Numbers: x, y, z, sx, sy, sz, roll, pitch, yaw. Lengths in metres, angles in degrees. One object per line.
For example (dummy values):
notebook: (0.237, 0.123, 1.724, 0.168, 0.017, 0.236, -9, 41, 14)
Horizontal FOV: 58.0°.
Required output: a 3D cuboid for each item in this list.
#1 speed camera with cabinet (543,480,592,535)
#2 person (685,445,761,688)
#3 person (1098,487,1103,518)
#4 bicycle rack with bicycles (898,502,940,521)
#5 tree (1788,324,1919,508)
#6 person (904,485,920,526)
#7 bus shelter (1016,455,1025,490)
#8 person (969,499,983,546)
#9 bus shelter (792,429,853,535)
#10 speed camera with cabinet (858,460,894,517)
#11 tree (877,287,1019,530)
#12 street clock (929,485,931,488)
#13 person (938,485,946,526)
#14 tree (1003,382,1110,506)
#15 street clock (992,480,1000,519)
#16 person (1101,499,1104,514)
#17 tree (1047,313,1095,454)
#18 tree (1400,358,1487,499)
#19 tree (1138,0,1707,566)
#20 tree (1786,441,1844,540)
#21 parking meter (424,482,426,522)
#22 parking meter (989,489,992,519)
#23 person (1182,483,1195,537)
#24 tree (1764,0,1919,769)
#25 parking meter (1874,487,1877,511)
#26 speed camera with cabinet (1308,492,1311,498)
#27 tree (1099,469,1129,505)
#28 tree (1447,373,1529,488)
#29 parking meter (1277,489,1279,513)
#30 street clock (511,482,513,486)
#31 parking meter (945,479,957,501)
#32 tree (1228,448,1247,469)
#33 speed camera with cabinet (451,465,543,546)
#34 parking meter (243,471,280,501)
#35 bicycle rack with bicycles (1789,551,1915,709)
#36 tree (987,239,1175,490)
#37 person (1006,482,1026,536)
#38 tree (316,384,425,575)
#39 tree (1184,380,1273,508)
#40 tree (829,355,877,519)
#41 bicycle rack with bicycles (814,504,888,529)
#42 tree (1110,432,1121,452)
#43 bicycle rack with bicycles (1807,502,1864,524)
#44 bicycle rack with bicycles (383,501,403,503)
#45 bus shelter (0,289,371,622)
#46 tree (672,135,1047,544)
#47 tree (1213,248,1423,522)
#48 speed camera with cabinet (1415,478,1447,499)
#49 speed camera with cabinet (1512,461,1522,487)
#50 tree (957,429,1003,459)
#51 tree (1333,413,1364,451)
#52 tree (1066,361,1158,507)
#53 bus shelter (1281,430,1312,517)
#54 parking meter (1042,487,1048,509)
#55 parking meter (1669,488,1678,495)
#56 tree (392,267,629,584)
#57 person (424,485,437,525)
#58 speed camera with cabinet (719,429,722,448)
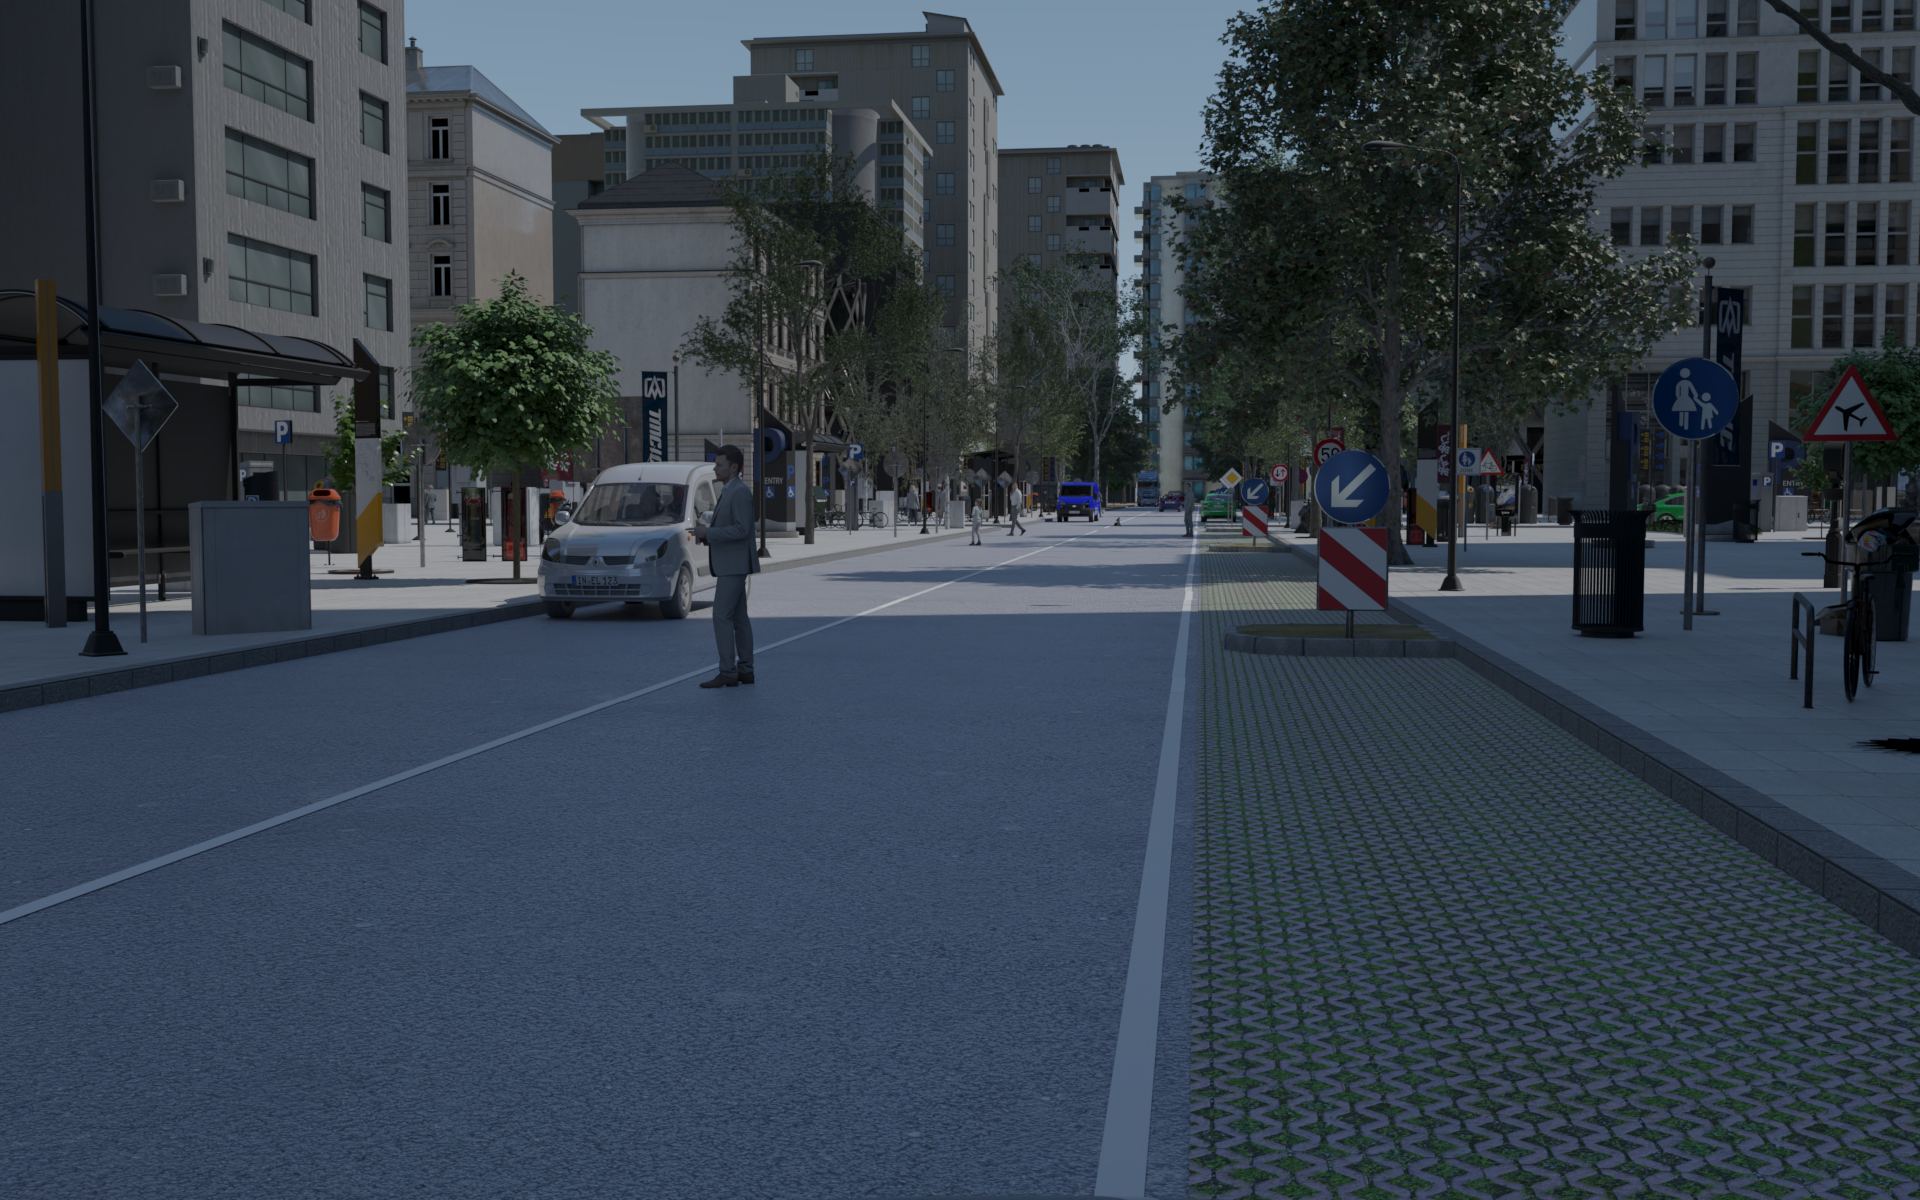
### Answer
speed camera with cabinet: (-12.324, -3.685, 54.579, 2.038, 3.252, 0.660, 1, 4, 12)
person: (-1.796, -0.262, 12.981, 0.583, 1.804, 0.606, -1, 4, -21)
person: (8.157, -5.782, 103.023, 0.713, 1.824, 0.794, -2, 4, -31)
bicycle rack with bicycles: (-2.242, -4.248, 82.837, 2.925, 0.926, 2.852, 0, 4, 5)
tree: (17.994, -3.060, 33.744, 4.285, 4.588, 4.351, 0, 3, 0)
person: (-2.045, -3.888, 72.249, 0.709, 1.800, 0.728, 1, 4, 23)
bus shelter: (2.697, -6.868, 103.576, 1.731, 3.624, 6.357, 0, 4, 8)
person: (0.434, -2.158, 48.055, 0.394, 1.301, 0.425, 2, 4, 28)
bus shelter: (-4.988, -3.804, 56.126, 2.014, 3.302, 5.546, 0, 4, 8)
speed camera with cabinet: (-4.618, -6.225, 96.120, 2.038, 3.252, 0.660, -1, 4, -23)
tree: (-0.222, -6.850, 62.355, 4.360, 8.622, 3.978, 0, 3, 0)
street clock: (-2.591, -8.393, 141.795, 0.358, 2.002, 0.471, -2, 4, -28)
person: (-0.640, -3.720, 69.448, 0.709, 1.813, 0.853, 1, 4, 12)
tree: (6.167, -9.792, 110.461, 4.737, 8.622, 4.395, 0, 3, 0)
street clock: (1.858, -5.188, 89.391, 0.358, 2.002, 0.471, 2, 4, 35)
person: (10.134, -7.098, 125.227, 0.598, 1.740, 0.731, 2, 4, 27)
tree: (2.793, -9.015, 81.802, 7.601, 10.594, 8.767, 1, 4, 17)
tree: (25.068, -8.527, 89.773, 4.737, 8.622, 4.395, 0, 3, 0)
tree: (7.900, -6.989, 31.279, 9.611, 12.733, 9.660, 0, 3, 0)
tree: (24.255, -3.325, 48.967, 1.663, 3.219, 1.824, 0, 3, 0)
parking meter: (-24.439, -4.467, 78.746, 0.255, 1.863, 0.399, 0, 4, -7)
parking meter: (1.464, -4.996, 90.100, 0.372, 1.533, 0.369, 0, 3, 0)
person: (7.656, -3.014, 57.874, 0.391, 1.810, 0.635, 0, 4, -5)
tree: (4.946, -5.044, 8.220, 9.928, 11.665, 9.643, 0, 3, 0)
parking meter: (40.858, -4.362, 77.030, 0.399, 1.863, 0.255, 2, 4, 28)
speed camera with cabinet: (30.518, -9.305, 146.470, 2.038, 3.252, 0.660, -1, 4, -15)
tree: (17.500, -13.091, 197.756, 4.285, 4.588, 4.351, 0, 3, 0)
tree: (25.136, -8.002, 81.202, 4.360, 8.622, 3.978, 0, 3, 0)
parking meter: (21.603, -6.806, 116.984, 0.255, 1.863, 0.399, -2, 4, -29)
street clock: (-24.585, -5.573, 95.696, 0.471, 2.002, 0.358, 3, 4, 36)
parking meter: (-0.340, -3.715, 66.453, 0.399, 1.863, 0.255, 3, 5, 40)
tree: (27.138, -13.410, 169.622, 4.737, 8.622, 4.395, 0, 3, 0)
speed camera with cabinet: (-11.486, -2.964, 42.796, 2.038, 3.252, 0.660, 1, 4, 10)
parking meter: (-7.670, -0.650, 19.046, 0.372, 1.533, 0.369, 0, 3, 0)
bicycle rack with bicycles: (6.424, 0.151, 10.906, 2.852, 0.926, 2.925, 2, 4, 24)
tree: (8.691, -16.560, 126.649, 12.611, 20.169, 13.585, 0, 3, 0)
person: (1.906, -3.105, 59.363, 0.850, 1.850, 0.679, -2, 4, -29)
tree: (-9.740, -2.033, 27.837, 1.663, 3.219, 1.824, 0, 3, 0)
tree: (25.477, -15.475, 159.666, 9.857, 13.997, 8.962, 0, 3, 0)
tree: (-4.698, -8.575, 90.570, 4.360, 8.622, 3.978, 0, 3, 0)
bicycle rack with bicycles: (-4.423, -3.086, 63.832, 2.925, 0.926, 2.852, 1, 4, 22)
tree: (15.554, -14.380, 185.472, 4.737, 8.622, 4.395, 0, 3, 0)
bicycle rack with bicycles: (36.961, -3.708, 74.012, 2.925, 0.926, 2.852, -1, 4, -19)
bicycle rack with bicycles: (-39.894, -6.341, 117.063, 2.925, 0.926, 2.852, 2, 4, 32)
bus shelter: (-9.002, -1.587, 19.878, 2.014, 3.302, 5.546, 0, 4, 8)
tree: (-3.631, -6.719, 44.265, 8.767, 10.594, 7.601, 3, 4, 37)
tree: (12.262, -8.609, 58.880, 7.486, 12.596, 7.792, 0, 3, 0)
speed camera with cabinet: (25.727, -6.101, 94.090, 0.660, 3.252, 2.038, -3, 4, -38)
speed camera with cabinet: (33.123, -6.679, 103.543, 0.660, 3.252, 2.038, 2, 4, 27)
tree: (1.309, -11.707, 141.764, 4.737, 8.622, 4.395, 0, 3, 0)
tree: (30.471, -11.623, 140.395, 4.737, 8.622, 4.395, 0, 3, 0)
tree: (13.839, -15.844, 165.702, 9.857, 13.997, 8.962, 0, 3, 0)
bus shelter: (19.258, -7.434, 99.173, 2.179, 5.291, 8.768, 0, 4, 8)
parking meter: (6.726, -8.056, 137.428, 0.399, 1.863, 0.255, -1, 4, -13)
parking meter: (29.293, -3.837, 71.138, 0.372, 1.533, 0.369, 0, 3, 0)
tree: (-6.552, -2.533, 25.125, 4.285, 4.588, 4.351, 0, 3, 0)
person: (-22.160, -3.887, 72.226, 0.590, 1.801, 0.661, 2, 4, 29)
speed camera with cabinet: (-7.872, -3.589, 53.011, 0.660, 3.252, 2.038, -3, 5, -42)
